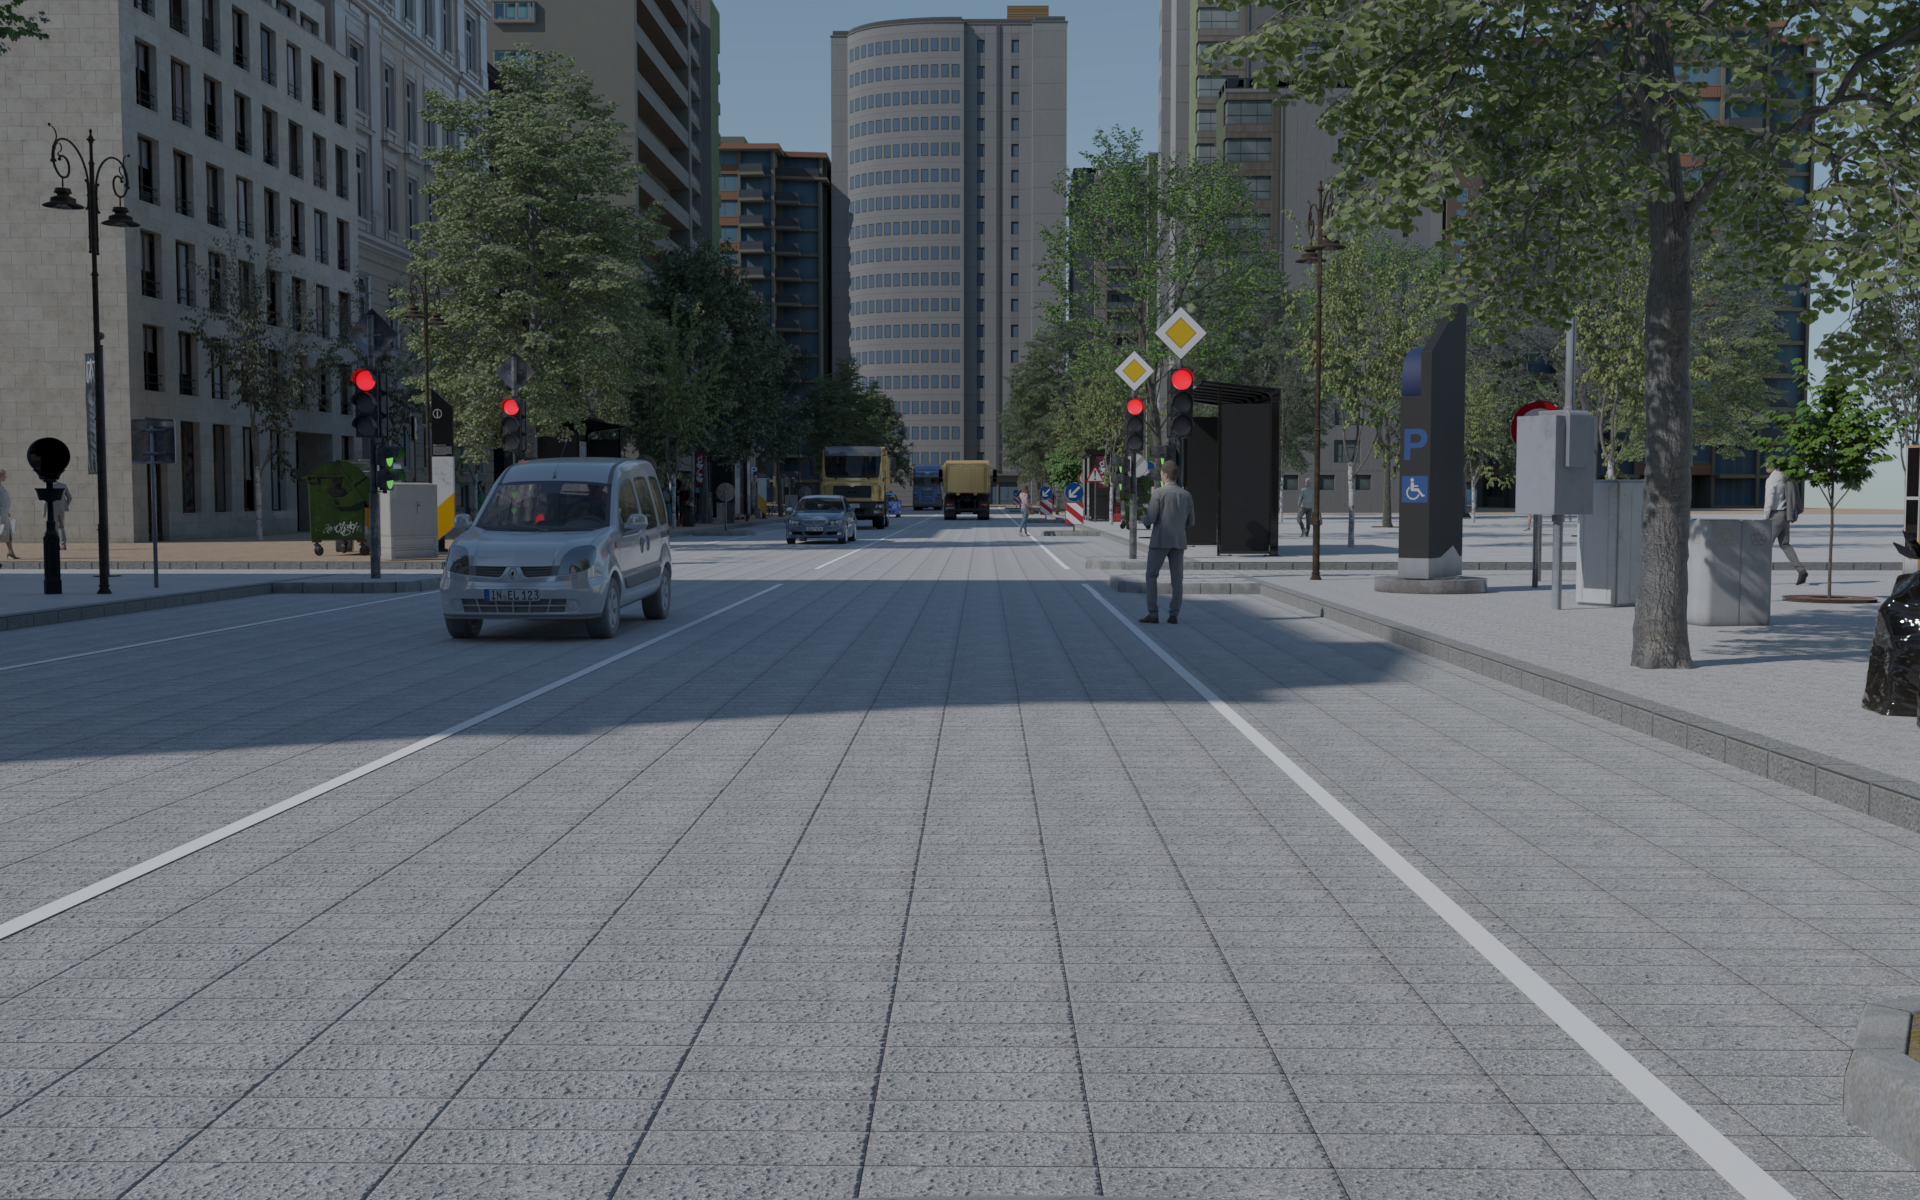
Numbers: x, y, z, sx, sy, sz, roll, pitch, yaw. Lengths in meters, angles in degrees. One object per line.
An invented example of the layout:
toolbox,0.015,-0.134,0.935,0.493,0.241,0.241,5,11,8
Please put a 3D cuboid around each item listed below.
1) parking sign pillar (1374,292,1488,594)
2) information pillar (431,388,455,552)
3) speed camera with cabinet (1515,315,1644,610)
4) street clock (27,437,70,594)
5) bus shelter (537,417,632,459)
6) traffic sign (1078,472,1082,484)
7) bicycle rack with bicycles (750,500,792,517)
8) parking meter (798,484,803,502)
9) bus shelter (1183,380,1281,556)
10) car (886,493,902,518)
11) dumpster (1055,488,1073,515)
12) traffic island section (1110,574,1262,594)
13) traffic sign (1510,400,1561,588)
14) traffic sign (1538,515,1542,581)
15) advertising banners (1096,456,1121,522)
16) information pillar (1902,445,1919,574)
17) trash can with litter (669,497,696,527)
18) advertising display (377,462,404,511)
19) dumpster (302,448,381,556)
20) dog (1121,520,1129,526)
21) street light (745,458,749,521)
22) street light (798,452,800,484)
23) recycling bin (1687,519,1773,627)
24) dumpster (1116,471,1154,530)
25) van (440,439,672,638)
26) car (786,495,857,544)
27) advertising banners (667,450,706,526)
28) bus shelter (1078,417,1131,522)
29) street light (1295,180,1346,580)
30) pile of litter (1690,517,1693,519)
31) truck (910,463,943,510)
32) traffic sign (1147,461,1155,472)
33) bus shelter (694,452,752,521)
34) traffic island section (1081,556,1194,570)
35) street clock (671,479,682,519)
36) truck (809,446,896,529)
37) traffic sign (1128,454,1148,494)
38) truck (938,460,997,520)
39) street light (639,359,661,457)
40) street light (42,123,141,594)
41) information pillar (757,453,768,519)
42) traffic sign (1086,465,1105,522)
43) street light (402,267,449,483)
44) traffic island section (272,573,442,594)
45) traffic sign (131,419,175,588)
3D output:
parking sign pillar,6.200,-2.094,22.716,1.447,3.967,1.447,2,4,35
information pillar,-11.471,-2.878,38.409,0.504,3.616,0.183,0,4,2
speed camera with cabinet,7.223,-1.552,19.719,2.038,3.252,0.660,-2,4,-33
street clock,-11.653,-1.078,22.191,0.471,2.002,0.358,-2,4,-35
bus shelter,-12.065,-3.952,55.897,1.731,3.624,6.357,0,4,1
traffic sign,7.051,-5.983,97.926,0.768,2.556,0.104,0,4,5
bicycle rack with bicycles,-11.123,-5.276,99.652,2.852,0.926,2.925,3,4,36
parking meter,-9.519,-6.004,103.881,0.399,1.863,0.255,2,4,32
bus shelter,5.865,-2.907,38.816,1.731,3.624,6.357,0,4,1
car,-4.533,-5.939,106.688,1.945,1.707,3.694,0,4,0
dumpster,6.438,-6.104,105.557,1.264,1.857,1.865,0,4,1
traffic island section,3.326,-0.240,26.199,2.009,0.180,2.903,0,4,1
traffic sign,7.874,-1.440,23.644,0.768,2.556,0.104,0,4,5
traffic sign,8.500,-1.546,25.378,0.768,2.556,0.104,0,4,7
advertising banners,7.244,-5.094,79.469,2.074,3.025,0.090,0,4,-6
information pillar,14.444,-1.319,26.058,0.304,2.012,0.304,-1,4,-15
trash can with litter,-10.838,-3.438,67.598,1.055,1.170,0.624,0,4,8
advertising display,-11.553,-1.822,35.011,0.123,1.923,0.974,1,4,14
dumpster,-12.850,-2.090,36.668,1.502,2.255,1.985,0,4,1
dog,6.648,-3.326,68.767,0.513,0.831,0.800,3,4,38
street light,-10.112,-6.679,81.997,0.468,5.910,1.993,0,4,1
street light,-9.794,-8.100,105.215,0.468,5.910,1.993,0,4,1
recycling bin,7.504,-0.280,17.137,0.722,1.027,0.722,-1,4,-10
dumpster,6.430,-3.663,62.390,1.502,2.255,1.985,0,4,1
van,-4.217,-0.703,18.506,2.013,2.044,4.112,0,4,2
car,-4.070,-2.404,51.313,2.014,1.417,4.499,0,4,2
advertising banners,-11.145,-4.508,69.900,2.074,3.025,0.090,1,4,22
bus shelter,6.922,-6.532,84.437,2.179,5.291,8.768,0,4,1
street light,5.316,-3.236,25.693,0.468,5.910,1.993,0,4,1
pile of litter,15.236,-1.340,35.867,1.176,0.858,1.719,-1,4,-14
truck,-2.830,-10.240,157.175,2.967,4.110,18.799,0,3,0
traffic sign,7.225,-4.075,66.730,0.768,2.556,0.104,1,4,10
bus shelter,-11.759,-6.586,85.310,2.179,5.291,8.768,0,4,1
traffic island section,3.437,-0.728,34.183,2.009,0.180,2.903,0,4,1
street clock,-13.495,-4.765,82.474,0.471,2.002,0.358,0,4,-7
truck,-4.336,-4.696,72.703,3.469,3.379,9.791,0,4,-1
traffic sign,5.506,-3.321,54.402,0.768,2.556,0.104,0,4,2
truck,0.417,-6.281,98.619,3.469,3.379,9.791,0,4,1
street light,-10.478,-5.249,58.610,0.468,5.910,1.993,0,4,1
street light,-11.003,-3.016,22.094,0.468,5.910,1.993,0,4,1
information pillar,-10.241,-6.012,89.646,0.504,3.616,0.183,-2,4,-25
traffic sign,6.103,-4.787,78.266,0.884,2.594,0.081,1,4,9
street light,-10.879,-3.829,35.394,0.468,5.910,1.993,0,4,1
traffic island section,-8.914,-0.250,26.372,2.009,0.180,2.903,0,4,1
traffic sign,-11.006,-1.317,23.656,0.606,2.300,0.079,0,4,2
